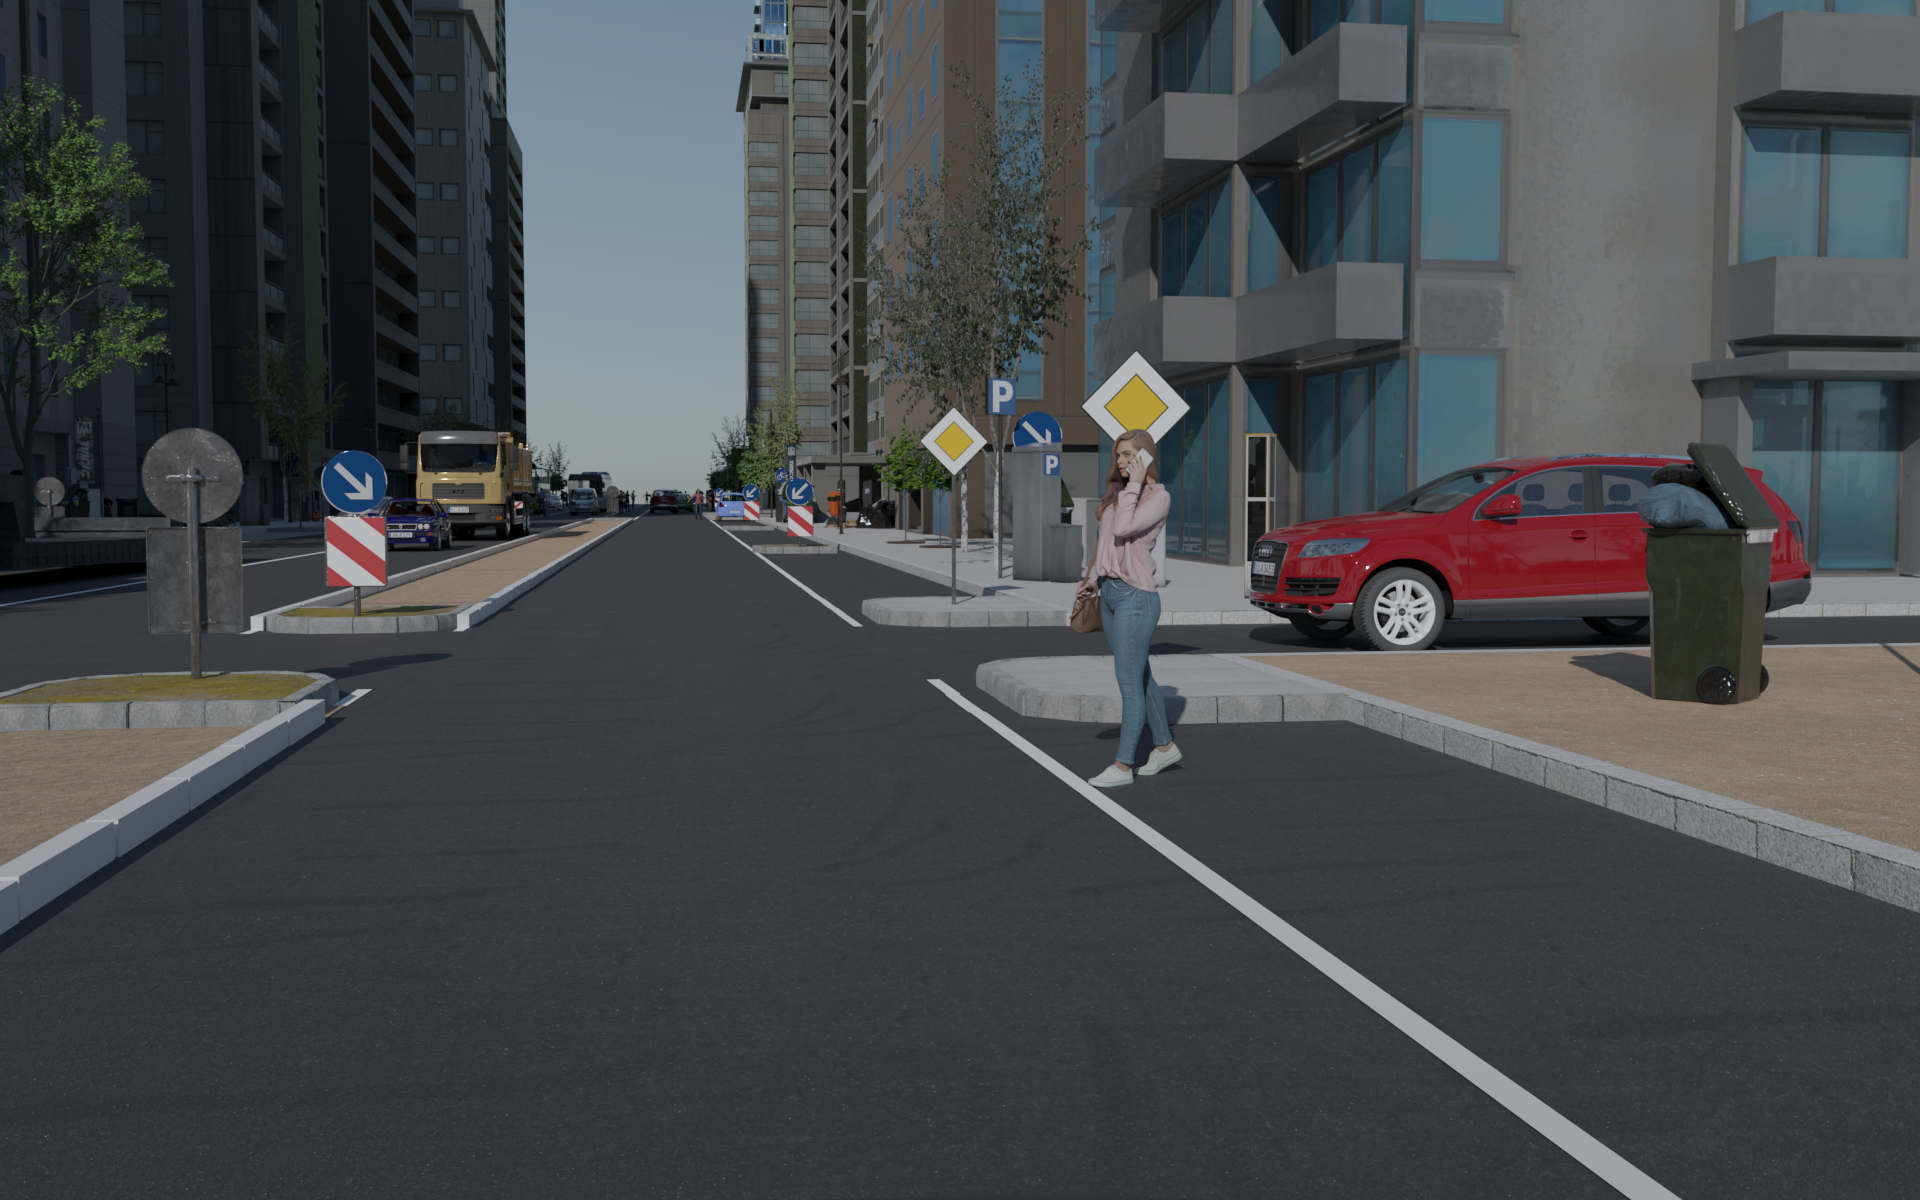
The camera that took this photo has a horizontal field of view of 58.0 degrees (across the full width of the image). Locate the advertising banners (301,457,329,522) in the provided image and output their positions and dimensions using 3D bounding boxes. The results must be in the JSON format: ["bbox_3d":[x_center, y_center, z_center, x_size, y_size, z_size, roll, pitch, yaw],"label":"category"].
[{"bbox_3d":[-30.287,-5.206,81.303,0.090,3.025,2.074,1,4,19],"label":"advertising banners"}]

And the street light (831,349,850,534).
[{"bbox_3d":[-3.794,-5.042,55.221,0.468,5.910,1.993,-1,4,-9],"label":"street light"}]

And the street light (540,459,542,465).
[{"bbox_3d":[-51.386,-14.661,212.490,0.468,5.910,1.993,-1,4,-9],"label":"street light"}]

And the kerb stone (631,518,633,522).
[{"bbox_3d":[-16.217,-3.819,84.726,0.120,0.150,1.000,-1,4,-9],"label":"kerb stone"}]

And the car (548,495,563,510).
[{"bbox_3d":[-36.062,-8.581,152.661,2.083,1.381,4.827,-1,4,-10],"label":"car"}]

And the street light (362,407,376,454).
[{"bbox_3d":[-31.584,-7.331,92.653,0.468,5.910,1.993,-1,4,-9],"label":"street light"}]

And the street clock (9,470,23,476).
[{"bbox_3d":[-27.976,-2.870,51.503,0.471,2.002,0.358,0,4,6],"label":"street clock"}]

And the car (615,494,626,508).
[{"bbox_3d":[-36.036,-10.575,182.685,2.009,1.686,4.222,0,4,-8],"label":"car"}]

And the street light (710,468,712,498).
[{"bbox_3d":[-36.149,-17.061,251.736,0.468,5.910,1.993,-1,4,-9],"label":"street light"}]

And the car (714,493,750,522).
[{"bbox_3d":[-12.056,-5.025,91.745,1.945,1.707,3.694,-1,4,-10],"label":"car"}]

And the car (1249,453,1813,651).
[{"bbox_3d":[5.390,-0.483,16.576,5.304,1.827,2.281,-1,4,-10],"label":"car"}]

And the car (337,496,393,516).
[{"bbox_3d":[-20.402,-2.913,59.996,2.083,1.381,4.827,-1,4,-11],"label":"car"}]

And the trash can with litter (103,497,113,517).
[{"bbox_3d":[-29.815,-2.993,60.315,0.624,1.170,1.055,-1,4,-21],"label":"trash can with litter"}]

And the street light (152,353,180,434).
[{"bbox_3d":[-25.504,-5.075,55.757,0.468,5.910,1.993,-1,4,-9],"label":"street light"}]

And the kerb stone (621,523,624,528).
[{"bbox_3d":[-13.887,-2.958,70.559,0.120,0.150,1.000,-1,4,-9],"label":"kerb stone"}]

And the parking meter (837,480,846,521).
[{"bbox_3d":[-4.787,-3.928,69.939,0.255,1.863,0.399,1,4,11],"label":"parking meter"}]

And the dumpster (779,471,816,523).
[{"bbox_3d":[-7.085,-4.470,75.570,1.502,2.255,1.985,-1,4,-9],"label":"dumpster"}]

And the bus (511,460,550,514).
[{"bbox_3d":[-31.613,-8.227,126.058,2.896,3.916,12.252,-1,4,-9],"label":"bus"}]

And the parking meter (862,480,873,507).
[{"bbox_3d":[-3.768,-3.961,70.470,0.399,1.863,0.255,0,4,4],"label":"parking meter"}]

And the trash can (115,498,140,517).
[{"bbox_3d":[-27.553,-2.794,57.328,0.748,1.137,0.748,0,3,0],"label":"trash can"}]

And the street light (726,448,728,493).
[{"bbox_3d":[-22.662,-12.002,169.025,0.468,5.910,1.993,-1,4,-9],"label":"street light"}]

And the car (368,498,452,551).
[{"bbox_3d":[-14.113,-1.952,44.491,1.945,1.354,3.894,-1,4,-10],"label":"car"}]

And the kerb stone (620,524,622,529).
[{"bbox_3d":[-13.548,-2.834,68.532,0.120,0.150,1.000,-1,4,-9],"label":"kerb stone"}]

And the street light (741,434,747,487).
[{"bbox_3d":[-16.266,-9.657,130.687,0.468,5.910,1.993,-1,4,-9],"label":"street light"}]

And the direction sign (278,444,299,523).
[{"bbox_3d":[-30.221,-5.262,78.031,0.876,3.537,0.379,-2,4,-31],"label":"direction sign"}]

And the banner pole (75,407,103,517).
[{"bbox_3d":[-24.862,-3.644,49.594,0.863,3.779,0.401,-2,4,-33],"label":"banner pole"}]

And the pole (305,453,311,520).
[{"bbox_3d":[-31.721,-5.528,84.227,0.158,3.312,0.155,0,3,0],"label":"pole"}]

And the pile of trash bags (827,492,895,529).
[{"bbox_3d":[-3.292,-3.335,64.273,3.447,1.369,1.912,-2,4,-26],"label":"pile of trash bags"}]

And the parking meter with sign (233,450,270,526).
[{"bbox_3d":[-28.607,-4.493,69.727,0.543,3.016,1.738,1,4,22],"label":"parking meter with sign"}]

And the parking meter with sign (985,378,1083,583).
[{"bbox_3d":[1.124,-1.793,25.577,0.543,3.016,1.738,-3,4,-38],"label":"parking meter with sign"}]

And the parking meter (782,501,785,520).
[{"bbox_3d":[-8.864,-4.774,86.467,0.372,1.533,0.369,0,3,0],"label":"parking meter"}]

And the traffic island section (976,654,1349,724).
[{"bbox_3d":[1.247,0.614,12.248,2.009,0.180,2.903,-1,4,-9],"label":"traffic island section"}]

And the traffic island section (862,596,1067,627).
[{"bbox_3d":[-0.052,0.132,20.127,2.009,0.180,2.903,-1,4,-9],"label":"traffic island section"}]

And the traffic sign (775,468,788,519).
[{"bbox_3d":[-8.666,-5.189,84.946,0.768,2.556,0.104,0,4,-3],"label":"traffic sign"}]

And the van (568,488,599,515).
[{"bbox_3d":[-25.599,-6.785,117.949,2.013,2.044,4.112,0,4,-8],"label":"van"}]

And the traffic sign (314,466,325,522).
[{"bbox_3d":[-29.335,-4.866,79.661,0.768,2.556,0.104,0,4,-1],"label":"traffic sign"}]

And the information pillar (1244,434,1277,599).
[{"bbox_3d":[3.677,-1.023,21.213,0.304,2.012,0.304,2,4,26],"label":"information pillar"}]

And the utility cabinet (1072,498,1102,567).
[{"bbox_3d":[2.268,-1.206,30.875,0.306,1.237,1.020,1,4,20],"label":"utility cabinet"}]

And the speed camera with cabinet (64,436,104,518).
[{"bbox_3d":[-29.653,-3.931,58.605,2.038,3.252,0.660,3,5,44],"label":"speed camera with cabinet"}]

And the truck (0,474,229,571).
[{"bbox_3d":[-15.398,-2.289,27.192,2.967,4.110,18.799,0,4,-8],"label":"truck"}]

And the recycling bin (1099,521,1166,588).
[{"bbox_3d":[2.381,-0.697,23.949,0.722,1.027,0.722,-1,4,-18],"label":"recycling bin"}]

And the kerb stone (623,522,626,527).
[{"bbox_3d":[-14.393,-3.143,73.589,0.120,0.150,1.000,-1,4,-9],"label":"kerb stone"}]

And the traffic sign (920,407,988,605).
[{"bbox_3d":[-0.074,-1.003,20.046,0.795,2.450,0.064,-1,4,-9],"label":"traffic sign"}]

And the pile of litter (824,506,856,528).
[{"bbox_3d":[-4.437,-3.225,66.694,1.719,0.858,1.176,-1,4,-10],"label":"pile of litter"}]

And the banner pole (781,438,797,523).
[{"bbox_3d":[-7.597,-5.314,76.903,0.863,3.779,0.401,3,4,37],"label":"banner pole"}]

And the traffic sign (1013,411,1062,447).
[{"bbox_3d":[1.191,-1.633,26.808,0.768,2.556,0.104,0,4,-3],"label":"traffic sign"}]

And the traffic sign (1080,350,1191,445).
[{"bbox_3d":[1.225,-0.521,12.167,0.795,2.450,0.064,-1,4,-9],"label":"traffic sign"}]

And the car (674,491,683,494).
[{"bbox_3d":[-32.308,-11.511,196.874,2.281,1.827,5.304,0,4,-8],"label":"car"}]

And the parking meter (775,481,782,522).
[{"bbox_3d":[-8.238,-4.469,78.778,0.255,1.863,0.399,-1,4,-15],"label":"parking meter"}]

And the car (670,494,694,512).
[{"bbox_3d":[-22.206,-7.907,138.079,1.959,1.807,4.718,-1,4,-11],"label":"car"}]

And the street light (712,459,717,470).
[{"bbox_3d":[-30.038,-14.748,213.913,0.468,5.910,1.993,-1,4,-9],"label":"street light"}]

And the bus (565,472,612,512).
[{"bbox_3d":[-29.307,-8.719,137.407,2.948,3.499,13.247,0,4,-8],"label":"bus"}]

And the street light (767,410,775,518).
[{"bbox_3d":[-10.200,-7.391,93.635,0.468,5.910,1.993,-1,4,-9],"label":"street light"}]

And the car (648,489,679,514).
[{"bbox_3d":[-22.013,-7.336,128.621,2.281,1.827,5.304,-1,4,-11],"label":"car"}]

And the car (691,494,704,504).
[{"bbox_3d":[-36.506,-14.139,240.757,1.945,1.707,3.694,0,4,-8],"label":"car"}]

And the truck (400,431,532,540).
[{"bbox_3d":[-15.553,-3.657,55.710,3.469,3.379,9.791,0,4,-8],"label":"truck"}]
